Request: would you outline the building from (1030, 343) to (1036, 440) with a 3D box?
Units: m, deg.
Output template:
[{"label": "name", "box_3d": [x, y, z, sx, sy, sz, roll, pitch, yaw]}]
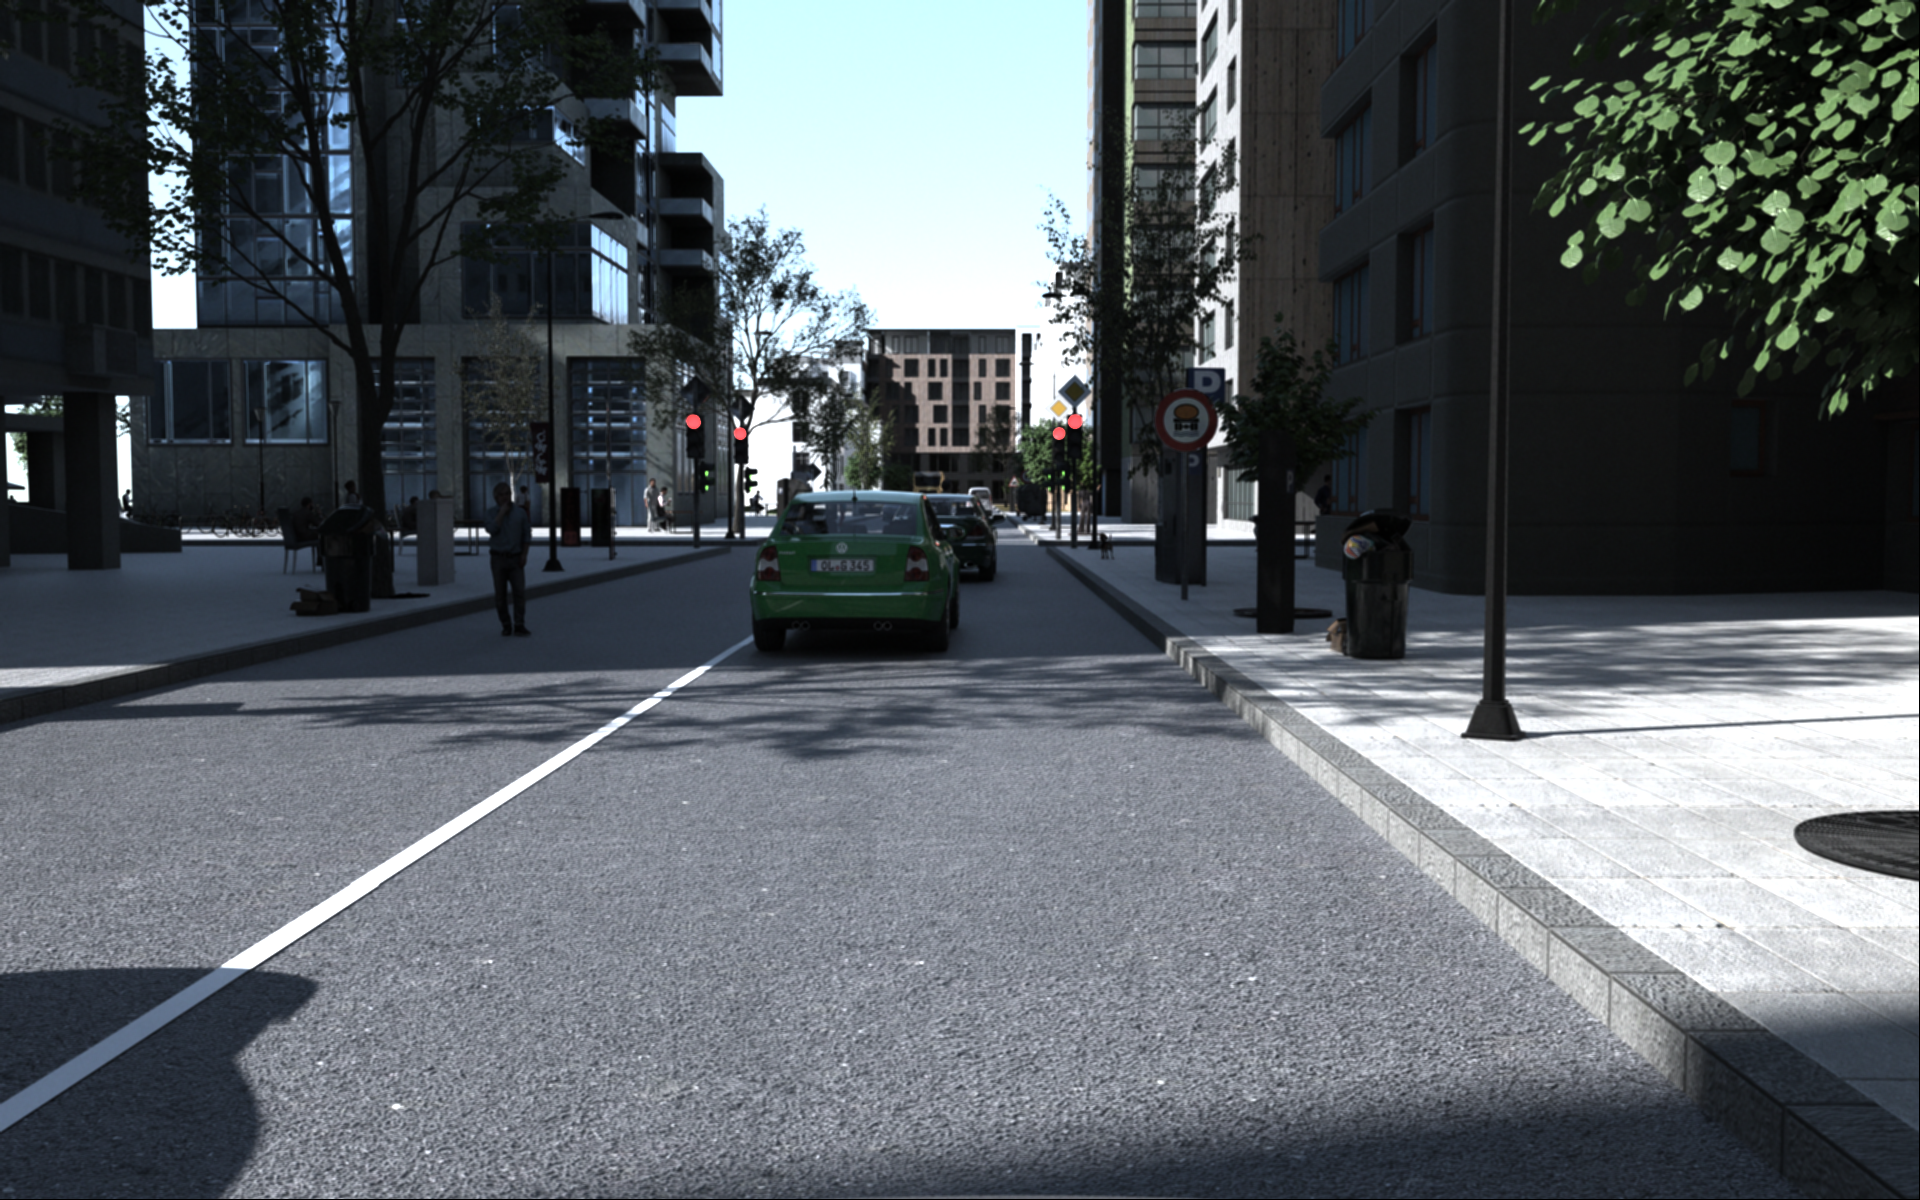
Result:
[{"label": "building", "box_3d": [15.856, -20.504, 191.654, 16.016, 20.091, 11.380, 0, 4, 1]}]

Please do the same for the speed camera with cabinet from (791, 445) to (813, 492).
[{"label": "speed camera with cabinet", "box_3d": [-6.360, -4.615, 69.789, 0.660, 3.252, 2.038, -1, 4, -15]}]

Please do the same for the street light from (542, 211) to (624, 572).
[{"label": "street light", "box_3d": [-6.227, -3.431, 28.635, 1.470, 5.913, 1.316, 0, 4, 1]}]

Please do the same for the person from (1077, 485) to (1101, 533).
[{"label": "person", "box_3d": [4.236, -3.065, 56.963, 0.742, 1.727, 0.445, -1, 4, -10]}]

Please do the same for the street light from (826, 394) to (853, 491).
[{"label": "street light", "box_3d": [-5.648, -6.599, 80.441, 1.470, 5.913, 1.316, 0, 4, 1]}]

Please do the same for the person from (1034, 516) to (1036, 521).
[{"label": "person", "box_3d": [3.597, -4.607, 83.732, 0.453, 1.535, 0.546, -2, 4, -24]}]

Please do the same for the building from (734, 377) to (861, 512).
[{"label": "building", "box_3d": [-13.670, -12.027, 138.791, 9.099, 9.664, 28.070, 0, 4, 1]}]

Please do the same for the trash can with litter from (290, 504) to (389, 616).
[{"label": "trash can with litter", "box_3d": [-6.675, -0.441, 18.600, 0.624, 1.170, 1.055, 1, 4, 15]}]

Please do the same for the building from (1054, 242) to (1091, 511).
[{"label": "building", "box_3d": [15.829, -17.037, 134.972, 16.016, 20.091, 11.380, 0, 4, 1]}]

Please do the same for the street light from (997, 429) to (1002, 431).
[{"label": "street light", "box_3d": [3.357, -9.252, 123.815, 1.470, 5.913, 1.316, 0, 4, 1]}]

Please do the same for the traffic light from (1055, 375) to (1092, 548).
[{"label": "traffic light", "box_3d": [2.685, -3.182, 40.953, 0.839, 4.253, 0.868, 0, 4, 1]}]

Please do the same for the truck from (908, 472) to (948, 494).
[{"label": "truck", "box_3d": [-2.720, -9.531, 151.756, 3.469, 3.379, 9.791, 0, 4, 0]}]

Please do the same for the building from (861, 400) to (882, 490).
[{"label": "building", "box_3d": [-13.127, -13.777, 167.403, 9.099, 9.664, 28.070, 0, 4, 1]}]

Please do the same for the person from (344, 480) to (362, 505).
[{"label": "person", "box_3d": [-10.876, -1.374, 30.978, 0.387, 1.526, 0.523, -2, 4, -32]}]

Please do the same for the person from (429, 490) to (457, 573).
[{"label": "person", "box_3d": [-8.444, -1.121, 28.275, 0.435, 1.345, 0.340, -1, 4, -11]}]

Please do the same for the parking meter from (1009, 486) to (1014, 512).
[{"label": "parking meter", "box_3d": [3.655, -7.093, 121.680, 0.255, 1.863, 0.399, 1, 4, 23]}]

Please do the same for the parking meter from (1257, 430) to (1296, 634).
[{"label": "parking meter", "box_3d": [2.928, -0.630, 16.014, 0.255, 1.863, 0.399, 2, 4, 29]}]

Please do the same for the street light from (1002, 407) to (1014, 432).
[{"label": "street light", "box_3d": [3.127, -7.344, 92.618, 1.470, 5.913, 1.316, 0, 4, 1]}]

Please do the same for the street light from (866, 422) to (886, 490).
[{"label": "street light", "box_3d": [-5.481, -8.499, 111.505, 1.470, 5.913, 1.316, 0, 4, 1]}]

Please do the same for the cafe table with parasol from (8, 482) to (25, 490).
[{"label": "cafe table with parasol", "box_3d": [-33.969, -3.392, 60.318, 2.610, 1.966, 2.610, 0, 4, 1]}]

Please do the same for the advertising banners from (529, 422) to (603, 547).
[{"label": "advertising banners", "box_3d": [-9.439, -2.805, 42.049, 2.074, 3.025, 0.090, 0, 4, 7]}]

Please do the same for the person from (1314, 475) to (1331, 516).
[{"label": "person", "box_3d": [8.702, -2.089, 40.907, 0.504, 1.737, 0.576, 3, 4, 37]}]

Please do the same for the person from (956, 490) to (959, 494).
[{"label": "person", "box_3d": [-0.160, -8.660, 150.078, 0.705, 1.826, 1.348, -3, 5, -41]}]

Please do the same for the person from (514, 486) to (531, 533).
[{"label": "person", "box_3d": [-12.840, -2.584, 50.759, 0.523, 1.526, 0.387, -1, 4, -14]}]

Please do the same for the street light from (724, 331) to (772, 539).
[{"label": "street light", "box_3d": [-6.037, -4.700, 49.378, 1.470, 5.913, 1.316, 0, 4, 1]}]

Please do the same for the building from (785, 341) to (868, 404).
[{"label": "building", "box_3d": [-17.484, -22.199, 219.365, 11.380, 20.091, 16.016, 0, 4, 1]}]

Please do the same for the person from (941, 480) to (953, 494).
[{"label": "person", "box_3d": [-0.334, -1.674, 36.587, 0.376, 1.734, 0.841, 0, 4, 7]}]

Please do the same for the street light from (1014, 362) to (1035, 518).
[{"label": "street light", "box_3d": [2.756, -5.407, 60.949, 1.470, 5.913, 1.316, 0, 4, 1]}]

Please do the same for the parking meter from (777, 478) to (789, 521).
[{"label": "parking meter", "box_3d": [-6.509, -3.541, 63.607, 0.399, 1.863, 0.255, 3, 4, 38]}]

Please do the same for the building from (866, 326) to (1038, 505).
[{"label": "building", "box_3d": [4.822, -23.274, 224.502, 32.646, 21.610, 27.936, 0, 4, 1]}]

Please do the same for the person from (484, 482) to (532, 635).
[{"label": "person", "box_3d": [-4.566, -0.420, 17.576, 0.499, 1.552, 0.429, 0, 4, 0]}]

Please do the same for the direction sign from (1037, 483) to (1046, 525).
[{"label": "direction sign", "box_3d": [3.399, -4.878, 71.745, 0.876, 3.537, 0.379, 2, 4, 28]}]

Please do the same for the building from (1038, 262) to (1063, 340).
[{"label": "building", "box_3d": [22.457, -19.861, 168.706, 27.936, 21.610, 32.646, 0, 4, 1]}]

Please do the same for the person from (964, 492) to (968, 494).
[{"label": "person", "box_3d": [0.695, -11.659, 199.935, 0.742, 1.727, 0.445, 3, 5, 40]}]

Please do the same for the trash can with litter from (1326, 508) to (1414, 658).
[{"label": "trash can with litter", "box_3d": [3.187, -0.148, 13.802, 0.624, 1.170, 1.055, -1, 4, -9]}]

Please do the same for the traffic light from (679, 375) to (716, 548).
[{"label": "traffic light", "box_3d": [-6.236, -3.187, 41.026, 0.839, 4.253, 0.868, 0, 4, 1]}]

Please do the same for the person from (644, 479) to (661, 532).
[{"label": "person", "box_3d": [-10.434, -3.223, 58.882, 0.875, 1.805, 0.789, -3, 5, -40]}]

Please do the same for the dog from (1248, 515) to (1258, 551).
[{"label": "dog", "box_3d": [6.788, -1.477, 38.531, 0.513, 0.831, 0.800, -1, 4, -11]}]

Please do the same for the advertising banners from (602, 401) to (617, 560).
[{"label": "advertising banners", "box_3d": [-6.813, -2.299, 33.775, 0.090, 3.025, 2.074, 0, 4, -8]}]

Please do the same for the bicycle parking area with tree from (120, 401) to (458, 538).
[{"label": "bicycle parking area with tree", "box_3d": [-21.292, -4.173, 55.231, 9.016, 4.147, 8.231, -2, 4, -33]}]

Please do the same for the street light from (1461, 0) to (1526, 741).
[{"label": "street light", "box_3d": [2.280, -2.230, 8.996, 1.470, 5.913, 1.316, 0, 4, 1]}]

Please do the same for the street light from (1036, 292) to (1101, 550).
[{"label": "street light", "box_3d": [2.582, -4.130, 40.059, 1.470, 5.913, 1.316, 0, 4, 1]}]

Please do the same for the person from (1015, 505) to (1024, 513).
[{"label": "person", "box_3d": [3.997, -6.300, 117.327, 0.859, 0.850, 0.655, -1, 4, -15]}]

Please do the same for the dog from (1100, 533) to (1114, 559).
[{"label": "dog", "box_3d": [2.887, -1.068, 34.292, 0.540, 0.507, 0.406, 3, 5, 41]}]

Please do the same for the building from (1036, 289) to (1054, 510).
[{"label": "building", "box_3d": [14.910, -17.752, 146.657, 16.016, 20.091, 11.380, 0, 4, 1]}]

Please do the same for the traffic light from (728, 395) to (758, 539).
[{"label": "traffic light", "box_3d": [-6.155, -3.675, 49.011, 0.839, 4.253, 0.868, 0, 4, 1]}]

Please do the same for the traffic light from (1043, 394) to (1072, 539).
[{"label": "traffic light", "box_3d": [2.766, -3.671, 48.937, 0.839, 4.253, 0.868, 0, 4, 1]}]
